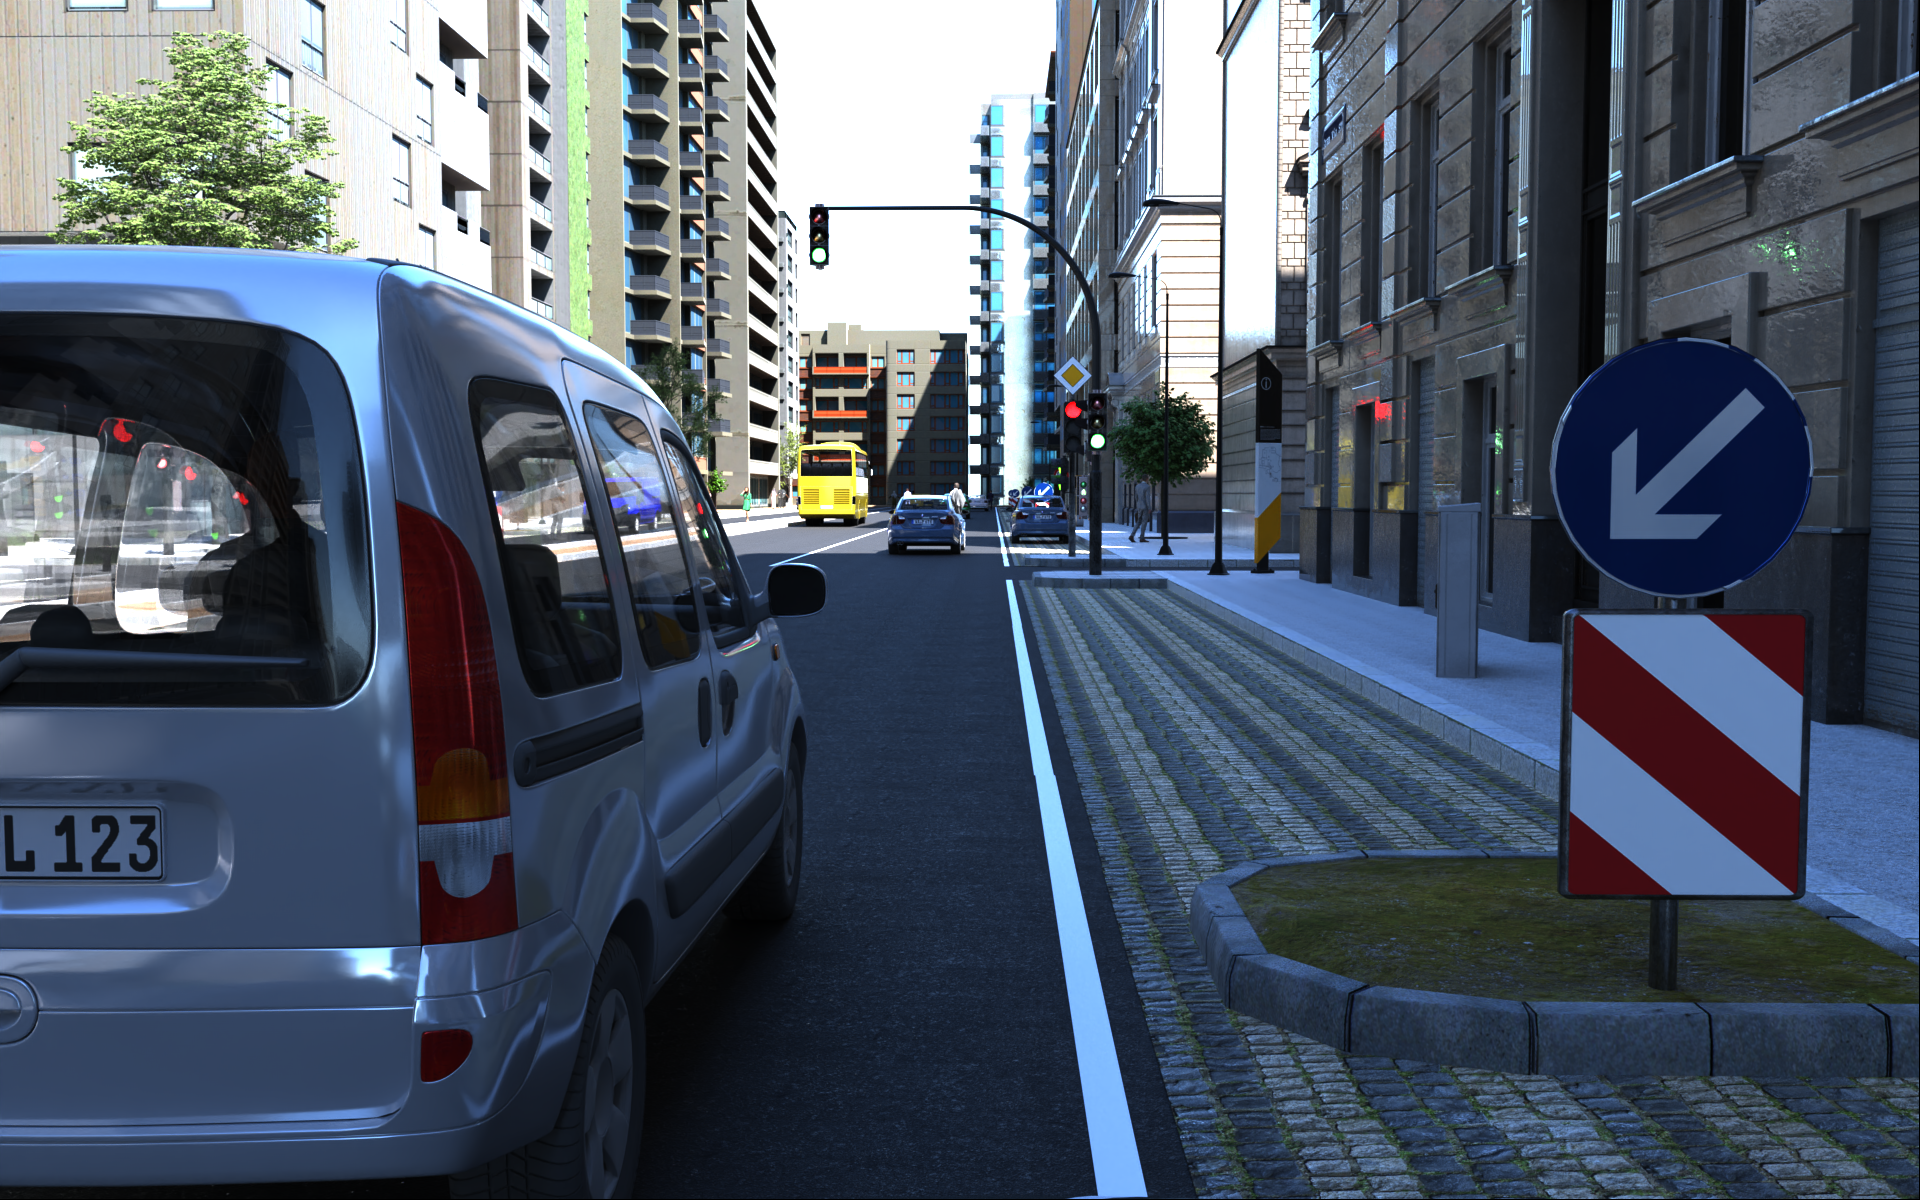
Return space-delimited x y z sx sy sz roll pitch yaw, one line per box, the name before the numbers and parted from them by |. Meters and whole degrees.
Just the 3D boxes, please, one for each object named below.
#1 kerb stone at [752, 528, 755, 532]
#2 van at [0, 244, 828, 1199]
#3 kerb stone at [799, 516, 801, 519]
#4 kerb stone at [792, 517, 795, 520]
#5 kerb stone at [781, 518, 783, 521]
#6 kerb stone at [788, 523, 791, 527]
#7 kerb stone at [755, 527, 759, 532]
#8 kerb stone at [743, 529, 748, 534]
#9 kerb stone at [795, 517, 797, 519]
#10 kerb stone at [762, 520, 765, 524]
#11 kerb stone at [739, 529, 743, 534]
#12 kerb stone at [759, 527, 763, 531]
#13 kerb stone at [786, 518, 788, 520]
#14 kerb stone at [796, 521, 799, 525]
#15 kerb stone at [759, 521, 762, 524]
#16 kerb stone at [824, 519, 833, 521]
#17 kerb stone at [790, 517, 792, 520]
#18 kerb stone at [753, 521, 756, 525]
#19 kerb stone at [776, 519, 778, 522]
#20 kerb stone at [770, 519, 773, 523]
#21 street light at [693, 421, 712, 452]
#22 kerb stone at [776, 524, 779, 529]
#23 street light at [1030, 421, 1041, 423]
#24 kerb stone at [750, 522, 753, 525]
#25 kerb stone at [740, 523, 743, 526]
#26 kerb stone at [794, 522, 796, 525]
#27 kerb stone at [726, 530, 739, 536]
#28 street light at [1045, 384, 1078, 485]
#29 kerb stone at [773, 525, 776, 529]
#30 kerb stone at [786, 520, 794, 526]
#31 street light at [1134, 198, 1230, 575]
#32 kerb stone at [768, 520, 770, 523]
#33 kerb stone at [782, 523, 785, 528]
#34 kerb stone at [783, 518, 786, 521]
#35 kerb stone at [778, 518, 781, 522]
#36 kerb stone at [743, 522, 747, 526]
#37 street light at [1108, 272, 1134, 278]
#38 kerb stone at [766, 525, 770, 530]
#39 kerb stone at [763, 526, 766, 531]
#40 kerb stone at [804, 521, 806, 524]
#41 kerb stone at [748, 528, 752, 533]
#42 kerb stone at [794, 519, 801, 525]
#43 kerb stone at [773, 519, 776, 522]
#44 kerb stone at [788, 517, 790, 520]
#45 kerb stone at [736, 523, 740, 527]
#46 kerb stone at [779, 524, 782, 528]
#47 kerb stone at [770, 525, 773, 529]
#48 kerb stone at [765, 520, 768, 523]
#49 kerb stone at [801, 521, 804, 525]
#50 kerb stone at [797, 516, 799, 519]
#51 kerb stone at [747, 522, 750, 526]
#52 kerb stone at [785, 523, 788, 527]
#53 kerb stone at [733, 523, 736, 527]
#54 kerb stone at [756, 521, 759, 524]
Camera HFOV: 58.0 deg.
kerb stone | -7.836 -2.585 64.467 0.120 0.150 1.000 0 4 1
van | -1.415 0.148 4.587 2.013 2.044 4.112 0 4 2
kerb stone | -9.295 -4.655 98.305 0.120 0.150 1.000 0 4 1
kerb stone | -9.349 -4.467 95.230 0.120 0.150 1.000 0 4 1
kerb stone | -9.453 -4.153 90.103 0.120 0.150 1.000 0 4 1
kerb stone | -7.622 -3.272 75.742 0.120 0.150 1.000 0 4 1
kerb stone | -7.826 -2.646 65.494 0.120 0.150 1.000 0 4 1
kerb stone | -7.879 -2.458 62.404 0.120 0.150 1.000 0 4 1
kerb stone | -9.338 -4.528 96.254 0.120 0.150 1.000 0 4 1
kerb stone | -9.596 -3.714 82.919 0.120 0.150 1.000 0 4 1
kerb stone | -7.905 -2.396 61.382 0.120 0.150 1.000 0 4 1
kerb stone | -7.807 -2.710 66.519 0.120 0.150 1.000 0 4 1
kerb stone | -9.410 -4.279 92.151 0.120 0.150 1.000 0 4 1
kerb stone | -7.573 -3.463 78.810 0.120 0.150 1.000 0 4 1
kerb stone | -9.609 -3.644 81.888 0.120 0.150 1.000 0 4 1
kerb stone | -7.248 -4.466 95.231 0.120 0.150 1.000 0 4 1
kerb stone | -9.370 -4.404 94.207 0.120 0.150 1.000 0 4 1
kerb stone | -9.643 -3.525 79.829 0.120 0.150 1.000 0 4 1
kerb stone | -9.494 -4.028 88.054 0.120 0.150 1.000 0 4 1
kerb stone | -9.525 -3.903 86.005 0.120 0.150 1.000 0 4 1
street light | -16.409 -8.424 110.280 1.470 5.913 1.316 0 4 1
kerb stone | -7.704 -3.024 71.637 0.120 0.150 1.000 0 4 1
street light | 5.189 -8.438 110.505 1.470 5.913 1.316 0 4 1
kerb stone | -9.665 -3.462 78.807 0.120 0.150 1.000 0 4 1
kerb stone | -9.726 -3.275 75.739 0.120 0.150 1.000 0 4 1
kerb stone | -7.587 -3.399 77.787 0.120 0.150 1.000 0 4 1
kerb stone | -7.916 -2.334 60.356 0.120 0.150 1.000 0 4 1
street light | 4.426 -6.171 73.442 1.470 5.913 1.316 0 4 1
kerb stone | -7.719 -2.961 70.615 0.120 0.150 1.000 0 4 1
kerb stone | -7.602 -3.338 76.764 0.120 0.150 1.000 0 4 1
street light | 3.568 -3.354 27.376 1.470 5.913 1.316 0 4 1
kerb stone | -9.550 -3.840 84.981 0.120 0.150 1.000 0 4 1
kerb stone | -7.663 -3.143 73.685 0.120 0.150 1.000 0 4 1
kerb stone | -9.426 -4.216 91.125 0.120 0.150 1.000 0 4 1
kerb stone | -9.467 -4.090 89.081 0.120 0.150 1.000 0 4 1
kerb stone | -9.703 -3.337 76.761 0.120 0.150 1.000 0 4 1
street light | 3.795 -3.904 36.375 1.470 5.913 1.316 0 4 1
kerb stone | -7.764 -2.832 68.563 0.120 0.150 1.000 0 4 1
kerb stone | -7.786 -2.773 67.541 0.120 0.150 1.000 0 4 1
kerb stone | -7.504 -3.651 81.887 0.120 0.150 1.000 0 4 1
kerb stone | -7.855 -2.522 63.428 0.120 0.150 1.000 0 4 1
kerb stone | -7.545 -3.520 79.832 0.120 0.150 1.000 0 4 1
kerb stone | -9.504 -3.961 87.032 0.120 0.150 1.000 0 4 1
kerb stone | -9.394 -4.334 93.176 0.120 0.150 1.000 0 4 1
kerb stone | -9.751 -3.212 74.708 0.120 0.150 1.000 0 4 1
kerb stone | -7.685 -3.087 72.663 0.120 0.150 1.000 0 4 1
kerb stone | -7.748 -2.899 69.593 0.120 0.150 1.000 0 4 1
kerb stone | -9.567 -3.777 83.950 0.120 0.150 1.000 0 4 1
kerb stone | -7.528 -3.588 80.857 0.120 0.150 1.000 0 4 1
kerb stone | -9.309 -4.592 97.282 0.120 0.150 1.000 0 4 1
kerb stone | -9.683 -3.400 77.784 0.120 0.150 1.000 0 4 1
kerb stone | -7.645 -3.211 74.716 0.120 0.150 1.000 0 4 1
kerb stone | -9.761 -3.149 73.685 0.120 0.150 1.000 0 4 1
kerb stone | -9.627 -3.588 80.858 0.120 0.150 1.000 0 4 1
